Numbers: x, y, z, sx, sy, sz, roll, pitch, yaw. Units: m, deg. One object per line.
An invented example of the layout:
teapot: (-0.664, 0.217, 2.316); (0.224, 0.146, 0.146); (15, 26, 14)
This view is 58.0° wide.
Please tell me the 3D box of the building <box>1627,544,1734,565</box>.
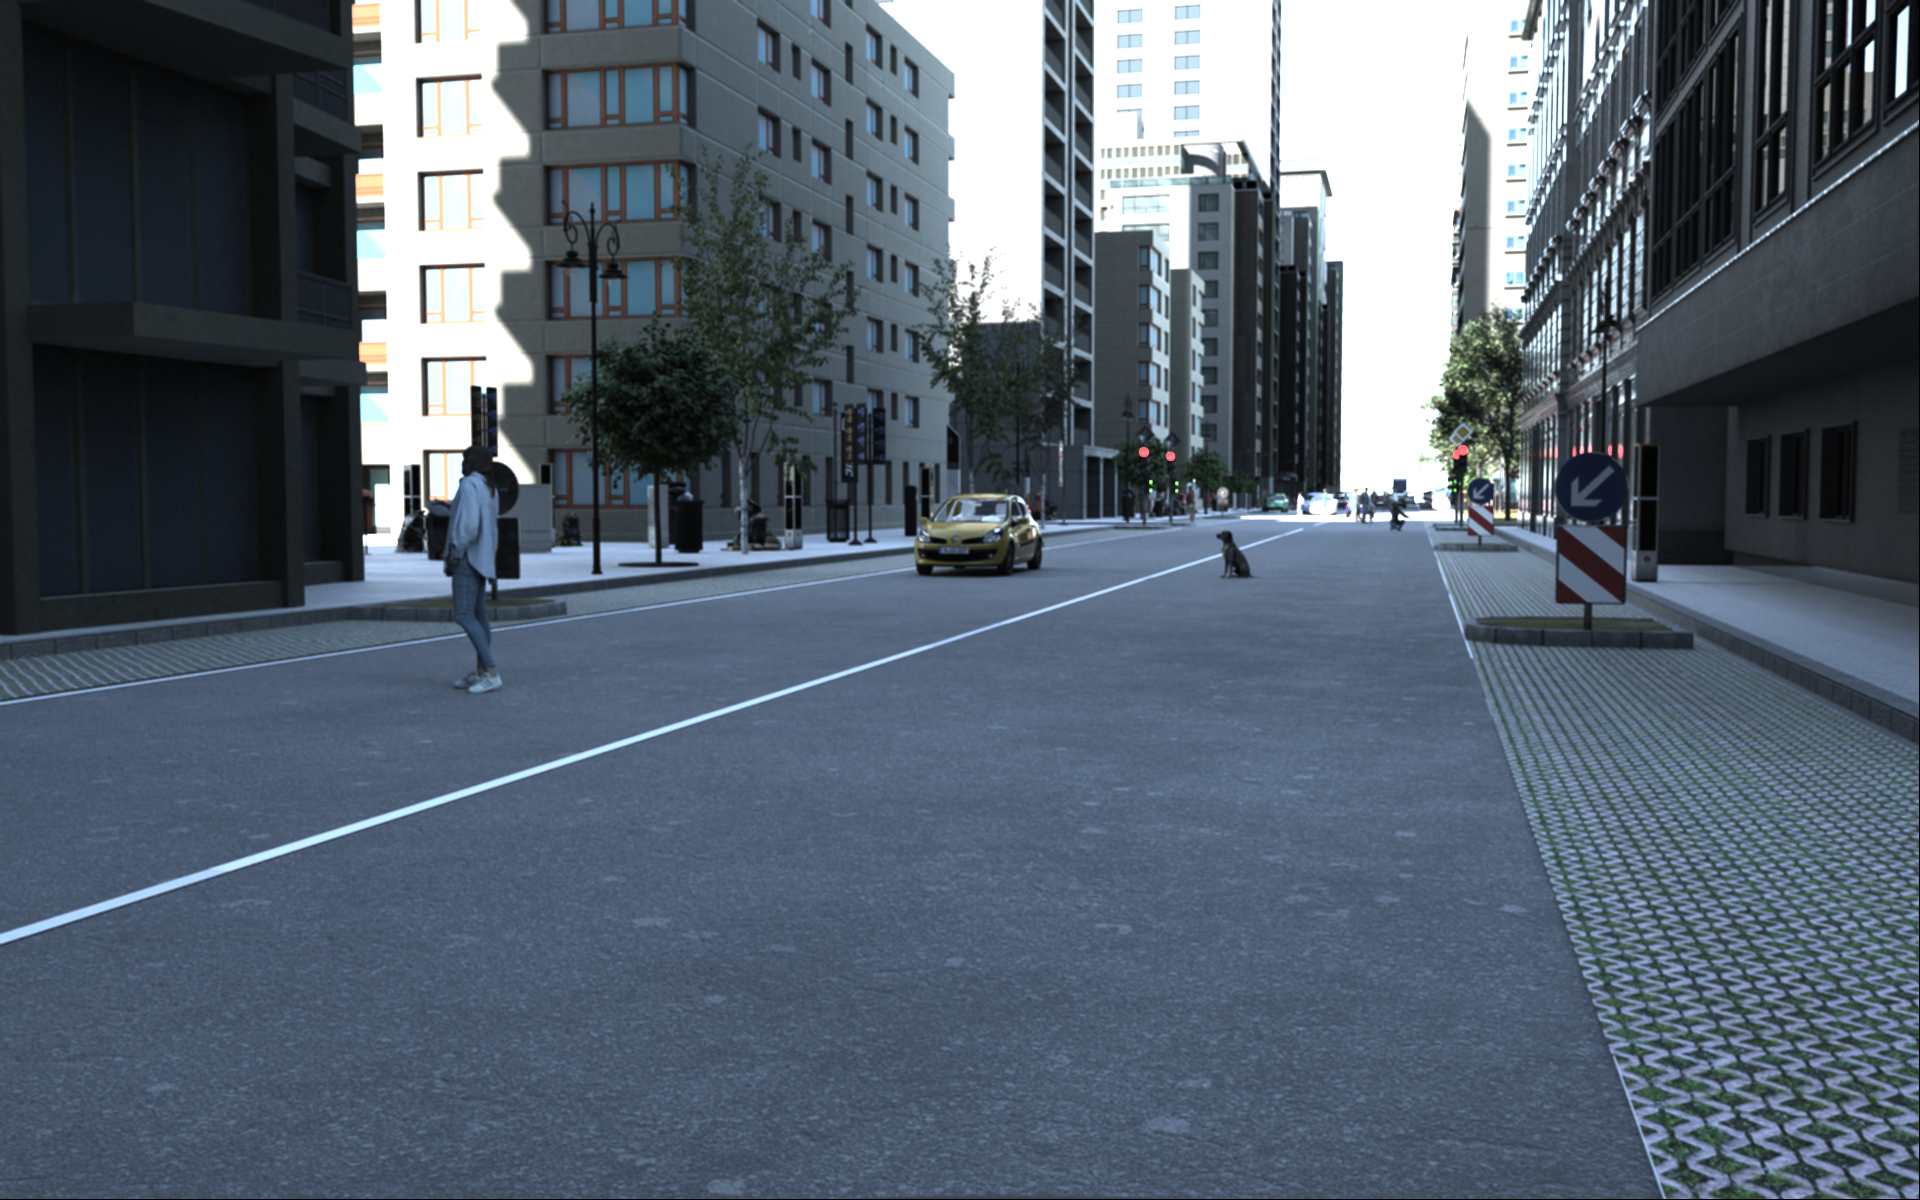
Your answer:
building: (19.243, -11.570, 38.321); (9.793, 20.994, 18.267); (1, 4, 15)

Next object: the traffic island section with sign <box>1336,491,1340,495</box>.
traffic island section with sign: (55.596, -15.021, 254.225); (1.989, 1.847, 2.006); (1, 4, 15)

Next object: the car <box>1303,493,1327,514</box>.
car: (25.945, -7.152, 126.529); (1.945, 1.707, 3.694); (1, 4, 13)

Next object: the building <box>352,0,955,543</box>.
building: (-17.690, -13.264, 61.904); (28.899, 21.520, 27.650); (1, 4, 15)

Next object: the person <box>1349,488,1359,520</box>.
person: (22.100, -5.406, 97.141); (0.600, 1.795, 0.529); (1, 4, 10)

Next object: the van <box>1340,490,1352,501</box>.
van: (41.700, -10.988, 186.668); (2.013, 2.044, 4.112); (1, 4, 15)

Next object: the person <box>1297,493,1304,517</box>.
person: (20.879, -5.828, 106.387); (0.523, 1.515, 0.503); (1, 4, 10)

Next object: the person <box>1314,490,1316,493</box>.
person: (29.589, -8.318, 144.692); (0.606, 1.804, 0.583); (-1, 4, -20)

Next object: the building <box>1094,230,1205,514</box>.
building: (2.886, -17.494, 131.059); (27.650, 21.520, 28.899); (1, 4, 15)

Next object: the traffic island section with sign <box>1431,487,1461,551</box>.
traffic island section with sign: (13.015, -2.149, 43.761); (1.989, 1.847, 2.006); (1, 4, 15)

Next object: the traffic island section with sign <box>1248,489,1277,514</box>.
traffic island section with sign: (22.195, -7.227, 126.790); (1.989, 1.847, 2.006); (1, 4, 15)

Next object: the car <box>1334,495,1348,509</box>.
car: (36.660, -9.505, 167.980); (1.945, 1.354, 3.894); (1, 4, 16)

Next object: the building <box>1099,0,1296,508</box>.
building: (28.536, -46.599, 200.142); (20.563, 71.187, 20.611); (1, 4, 15)

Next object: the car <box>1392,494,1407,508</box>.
car: (44.033, -10.132, 174.452); (1.959, 1.807, 4.718); (1, 4, 15)

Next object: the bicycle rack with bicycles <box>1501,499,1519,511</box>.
bicycle rack with bicycles: (41.359, -7.047, 128.600); (2.852, 0.926, 2.925); (-3, 5, -42)

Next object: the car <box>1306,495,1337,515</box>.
car: (24.799, -6.499, 118.612); (2.083, 1.381, 4.827); (1, 4, 15)

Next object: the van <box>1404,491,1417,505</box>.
van: (60.851, -13.927, 234.713); (2.013, 2.044, 4.112); (1, 4, 13)

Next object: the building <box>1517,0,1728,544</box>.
building: (23.659, -12.652, 56.014); (9.793, 20.994, 18.267); (1, 4, 15)

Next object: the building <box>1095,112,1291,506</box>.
building: (17.991, -29.905, 180.831); (32.217, 40.220, 23.993); (1, 4, 15)

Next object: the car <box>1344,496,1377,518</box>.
car: (24.149, -5.623, 104.521); (1.945, 1.354, 3.894); (1, 4, 13)

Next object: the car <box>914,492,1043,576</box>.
car: (0.369, -1.321, 31.824); (2.015, 1.641, 3.980); (1, 4, 14)

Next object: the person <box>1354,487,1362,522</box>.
person: (20.769, -4.970, 90.034); (0.573, 1.790, 0.520); (0, 4, -4)

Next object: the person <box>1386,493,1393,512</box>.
person: (35.304, -8.023, 142.270); (0.503, 1.515, 0.523); (-3, 5, -39)

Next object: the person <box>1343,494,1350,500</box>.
person: (34.338, -8.671, 153.455); (0.628, 1.438, 0.799); (2, 4, 26)

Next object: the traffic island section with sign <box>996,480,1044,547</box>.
traffic island section with sign: (1.206, -2.330, 46.716); (1.989, 1.847, 2.006); (1, 4, 15)

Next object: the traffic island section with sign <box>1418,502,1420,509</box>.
traffic island section with sign: (33.969, -7.038, 123.704); (1.989, 1.847, 2.006); (1, 4, 15)

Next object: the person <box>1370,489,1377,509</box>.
person: (30.981, -7.451, 130.123); (0.655, 1.846, 0.447); (-2, 4, -34)

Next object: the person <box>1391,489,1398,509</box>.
person: (36.420, -8.361, 145.084); (0.818, 1.842, 0.514); (0, 4, -2)

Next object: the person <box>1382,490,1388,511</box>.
person: (35.431, -8.292, 144.262); (0.526, 1.800, 0.537); (1, 4, 10)

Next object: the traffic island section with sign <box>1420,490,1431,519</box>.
traffic island section with sign: (27.136, -5.443, 97.626); (1.989, 1.847, 2.006); (1, 4, 15)

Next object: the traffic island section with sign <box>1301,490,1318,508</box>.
traffic island section with sign: (34.909, -10.192, 175.265); (1.989, 1.847, 2.006); (1, 4, 15)

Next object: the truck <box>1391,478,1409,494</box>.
truck: (70.695, -17.688, 278.956); (2.967, 4.110, 18.799); (1, 4, 16)

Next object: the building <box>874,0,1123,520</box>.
building: (-1.094, -40.277, 96.788); (20.563, 71.187, 20.611); (1, 4, 15)

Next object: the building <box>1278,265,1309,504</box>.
building: (36.074, -27.255, 217.326); (14.160, 30.474, 14.107); (1, 4, 15)

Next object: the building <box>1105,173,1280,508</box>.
building: (21.492, -23.761, 160.186); (14.160, 30.474, 14.107); (1, 4, 15)

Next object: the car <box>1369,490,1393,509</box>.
car: (40.734, -9.720, 167.599); (2.281, 1.827, 5.304); (1, 4, 15)

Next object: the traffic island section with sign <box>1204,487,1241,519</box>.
traffic island section with sign: (15.203, -5.594, 100.084); (1.989, 1.847, 2.006); (1, 4, 15)

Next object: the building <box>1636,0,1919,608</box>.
building: (15.868, -13.674, 17.073); (14.314, 27.812, 24.014); (1, 4, 15)

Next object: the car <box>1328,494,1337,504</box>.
car: (33.128, -8.840, 156.534); (2.014, 1.417, 4.499); (1, 4, 16)

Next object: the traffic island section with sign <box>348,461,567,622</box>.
traffic island section with sign: (-5.728, -0.711, 20.253); (1.989, 1.847, 2.006); (1, 4, 15)

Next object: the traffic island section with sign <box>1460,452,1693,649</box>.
traffic island section with sign: (6.013, -0.514, 17.037); (1.989, 1.847, 2.006); (1, 4, 15)

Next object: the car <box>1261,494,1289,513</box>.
car: (24.502, -7.698, 134.666); (1.959, 1.807, 4.718); (1, 4, 16)

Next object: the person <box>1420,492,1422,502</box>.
person: (75.687, -16.814, 284.084); (0.721, 1.739, 1.217); (-1, 4, -9)

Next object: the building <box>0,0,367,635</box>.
building: (-18.902, -21.909, 12.835); (22.147, 44.769, 28.867); (1, 4, 15)

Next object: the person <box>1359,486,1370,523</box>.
person: (19.975, -4.698, 85.407); (0.391, 1.810, 0.635); (3, 5, 44)

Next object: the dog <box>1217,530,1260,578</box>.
dog: (4.831, -0.786, 29.688); (0.800, 0.831, 0.513); (1, 4, 18)

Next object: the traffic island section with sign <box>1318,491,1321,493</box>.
traffic island section with sign: (41.771, -11.792, 201.430); (1.989, 1.847, 2.006); (1, 4, 15)
